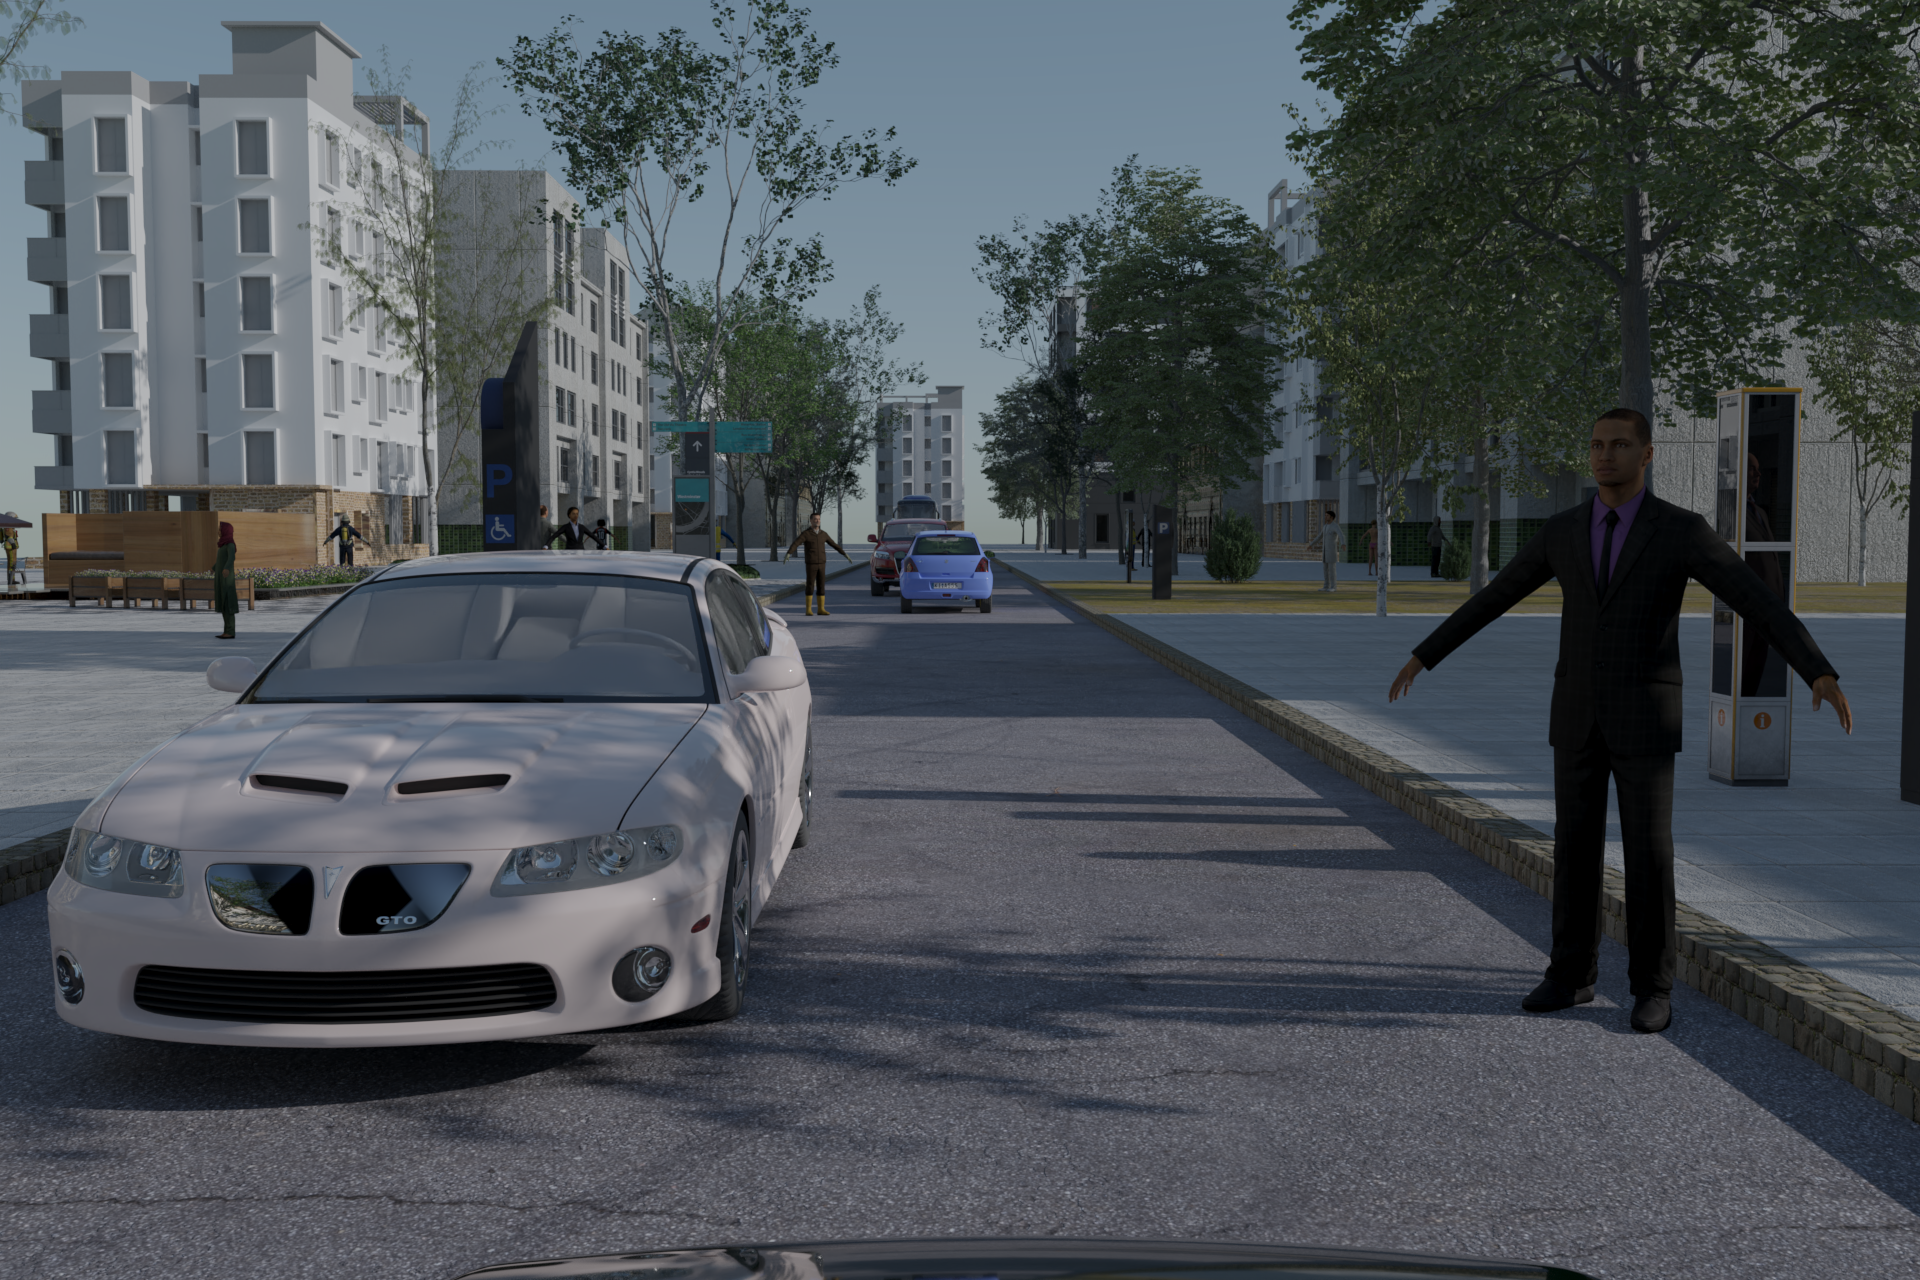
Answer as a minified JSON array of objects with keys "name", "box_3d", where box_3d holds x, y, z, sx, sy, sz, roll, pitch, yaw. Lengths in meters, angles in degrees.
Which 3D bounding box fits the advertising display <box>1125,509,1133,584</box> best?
[{"name":"advertising display","box_3d":[4.399,-2.441,45.131,0.123,1.923,0.974,0,3,0]}]

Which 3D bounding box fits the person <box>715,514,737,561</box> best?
[{"name":"person","box_3d":[-5.868,-2.116,41.068,1.216,1.772,0.721,-1,4,-23]}]

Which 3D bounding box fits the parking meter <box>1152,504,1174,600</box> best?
[{"name":"parking meter","box_3d":[3.970,-1.723,33.877,0.399,1.863,0.255,0,4,-2]}]

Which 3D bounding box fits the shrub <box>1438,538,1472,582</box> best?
[{"name":"shrub","box_3d":[13.292,-2.159,46.409,1.383,1.207,1.383,0,3,0]}]

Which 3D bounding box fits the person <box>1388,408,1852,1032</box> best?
[{"name":"person","box_3d":[1.932,0.217,5.138,1.346,1.802,0.704,3,5,41]}]

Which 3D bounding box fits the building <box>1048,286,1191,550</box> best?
[{"name":"building","box_3d":[21.905,-19.281,159.222,27.936,21.610,32.646,0,4,0]}]

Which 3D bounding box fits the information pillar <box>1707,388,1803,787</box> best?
[{"name":"information pillar","box_3d":[4.064,-0.268,8.873,0.304,2.012,0.304,0,3,0]}]

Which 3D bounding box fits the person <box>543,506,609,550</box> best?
[{"name":"person","box_3d":[-6.391,-1.353,28.840,1.216,1.740,0.721,-2,4,-31]}]

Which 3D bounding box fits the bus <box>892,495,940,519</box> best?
[{"name":"bus","box_3d":[-2.721,-7.393,112.416,2.896,3.916,12.251,0,4,0]}]

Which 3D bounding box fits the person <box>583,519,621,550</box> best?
[{"name":"person","box_3d":[-13.006,-3.469,62.862,1.345,1.843,0.704,-1,4,-8]}]

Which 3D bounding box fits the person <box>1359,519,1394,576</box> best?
[{"name":"person","box_3d":[12.861,-2.862,53.589,0.721,1.733,1.217,-3,5,-43]}]

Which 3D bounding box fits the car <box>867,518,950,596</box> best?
[{"name":"car","box_3d":[-1.053,-2.015,41.611,2.281,1.827,5.304,0,3,0]}]

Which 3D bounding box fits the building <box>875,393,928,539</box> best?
[{"name":"building","box_3d":[-10.621,-22.386,224.885,11.380,20.090,16.016,0,4,2]}]

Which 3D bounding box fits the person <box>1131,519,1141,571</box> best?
[{"name":"person","box_3d":[6.011,-3.333,60.457,0.705,1.833,1.349,2,4,23]}]

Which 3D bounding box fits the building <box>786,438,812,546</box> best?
[{"name":"building","box_3d":[-26.655,-22.222,194.261,19.493,23.208,18.063,0,4,0]}]

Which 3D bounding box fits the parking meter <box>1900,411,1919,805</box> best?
[{"name":"parking meter","box_3d":[4.731,-0.153,8.205,0.399,1.863,0.255,0,4,0]}]

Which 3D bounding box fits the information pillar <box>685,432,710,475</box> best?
[{"name":"information pillar","box_3d":[-6.492,-3.299,43.311,0.750,3.857,0.750,0,4,0]}]

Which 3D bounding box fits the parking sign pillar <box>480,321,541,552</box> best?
[{"name":"parking sign pillar","box_3d":[-5.535,-2.013,21.385,1.447,3.967,1.447,0,4,-1]}]

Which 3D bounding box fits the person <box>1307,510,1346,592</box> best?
[{"name":"person","box_3d":[8.234,-1.987,38.678,0.705,1.806,1.347,-2,4,-24]}]

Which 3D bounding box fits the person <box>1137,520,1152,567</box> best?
[{"name":"person","box_3d":[7.285,-3.769,67.553,0.705,1.837,1.347,-2,4,-34]}]

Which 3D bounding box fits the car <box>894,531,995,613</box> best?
[{"name":"car","box_3d":[-0.288,-1.410,32.647,1.945,1.707,3.694,0,4,-2]}]

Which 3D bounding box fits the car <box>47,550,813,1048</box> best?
[{"name":"car","box_3d":[-1.588,0.352,6.603,2.083,1.381,4.827,0,4,-1]}]

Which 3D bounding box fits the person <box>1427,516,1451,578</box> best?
[{"name":"person","box_3d":[14.054,-2.744,50.987,0.705,1.813,1.348,3,5,42]}]

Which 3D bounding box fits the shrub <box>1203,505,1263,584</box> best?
[{"name":"shrub","box_3d":[7.085,-2.479,44.958,1.690,2.028,1.600,0,3,0]}]

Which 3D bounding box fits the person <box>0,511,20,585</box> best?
[{"name":"person","box_3d":[-24.121,-2.344,44.087,0.705,1.858,1.354,-2,4,-26]}]

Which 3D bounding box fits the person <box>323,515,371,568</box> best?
[{"name":"person","box_3d":[-18.145,-2.779,51.208,1.354,1.856,0.705,-1,4,-11]}]

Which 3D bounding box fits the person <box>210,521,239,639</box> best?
[{"name":"person","box_3d":[-9.052,-0.734,21.212,0.599,1.438,0.989,-2,4,-32]}]

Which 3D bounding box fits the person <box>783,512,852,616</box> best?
[{"name":"person","box_3d":[-2.527,-1.335,30.421,1.346,1.812,0.704,-2,4,-32]}]

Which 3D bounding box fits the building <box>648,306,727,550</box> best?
[{"name":"building","box_3d":[-26.062,-17.644,144.907,16.016,20.090,11.380,0,4,-1]}]

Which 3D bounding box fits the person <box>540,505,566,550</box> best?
[{"name":"person","box_3d":[-7.402,-1.501,30.820,1.348,1.796,0.705,1,4,19]}]

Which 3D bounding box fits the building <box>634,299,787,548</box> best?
[{"name":"building","box_3d":[-27.116,-20.629,168.216,19.493,23.208,18.063,0,3,0]}]

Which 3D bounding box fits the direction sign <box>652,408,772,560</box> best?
[{"name":"direction sign","box_3d":[-5.249,-2.965,37.240,2.525,3.948,1.411,0,4,-1]}]
